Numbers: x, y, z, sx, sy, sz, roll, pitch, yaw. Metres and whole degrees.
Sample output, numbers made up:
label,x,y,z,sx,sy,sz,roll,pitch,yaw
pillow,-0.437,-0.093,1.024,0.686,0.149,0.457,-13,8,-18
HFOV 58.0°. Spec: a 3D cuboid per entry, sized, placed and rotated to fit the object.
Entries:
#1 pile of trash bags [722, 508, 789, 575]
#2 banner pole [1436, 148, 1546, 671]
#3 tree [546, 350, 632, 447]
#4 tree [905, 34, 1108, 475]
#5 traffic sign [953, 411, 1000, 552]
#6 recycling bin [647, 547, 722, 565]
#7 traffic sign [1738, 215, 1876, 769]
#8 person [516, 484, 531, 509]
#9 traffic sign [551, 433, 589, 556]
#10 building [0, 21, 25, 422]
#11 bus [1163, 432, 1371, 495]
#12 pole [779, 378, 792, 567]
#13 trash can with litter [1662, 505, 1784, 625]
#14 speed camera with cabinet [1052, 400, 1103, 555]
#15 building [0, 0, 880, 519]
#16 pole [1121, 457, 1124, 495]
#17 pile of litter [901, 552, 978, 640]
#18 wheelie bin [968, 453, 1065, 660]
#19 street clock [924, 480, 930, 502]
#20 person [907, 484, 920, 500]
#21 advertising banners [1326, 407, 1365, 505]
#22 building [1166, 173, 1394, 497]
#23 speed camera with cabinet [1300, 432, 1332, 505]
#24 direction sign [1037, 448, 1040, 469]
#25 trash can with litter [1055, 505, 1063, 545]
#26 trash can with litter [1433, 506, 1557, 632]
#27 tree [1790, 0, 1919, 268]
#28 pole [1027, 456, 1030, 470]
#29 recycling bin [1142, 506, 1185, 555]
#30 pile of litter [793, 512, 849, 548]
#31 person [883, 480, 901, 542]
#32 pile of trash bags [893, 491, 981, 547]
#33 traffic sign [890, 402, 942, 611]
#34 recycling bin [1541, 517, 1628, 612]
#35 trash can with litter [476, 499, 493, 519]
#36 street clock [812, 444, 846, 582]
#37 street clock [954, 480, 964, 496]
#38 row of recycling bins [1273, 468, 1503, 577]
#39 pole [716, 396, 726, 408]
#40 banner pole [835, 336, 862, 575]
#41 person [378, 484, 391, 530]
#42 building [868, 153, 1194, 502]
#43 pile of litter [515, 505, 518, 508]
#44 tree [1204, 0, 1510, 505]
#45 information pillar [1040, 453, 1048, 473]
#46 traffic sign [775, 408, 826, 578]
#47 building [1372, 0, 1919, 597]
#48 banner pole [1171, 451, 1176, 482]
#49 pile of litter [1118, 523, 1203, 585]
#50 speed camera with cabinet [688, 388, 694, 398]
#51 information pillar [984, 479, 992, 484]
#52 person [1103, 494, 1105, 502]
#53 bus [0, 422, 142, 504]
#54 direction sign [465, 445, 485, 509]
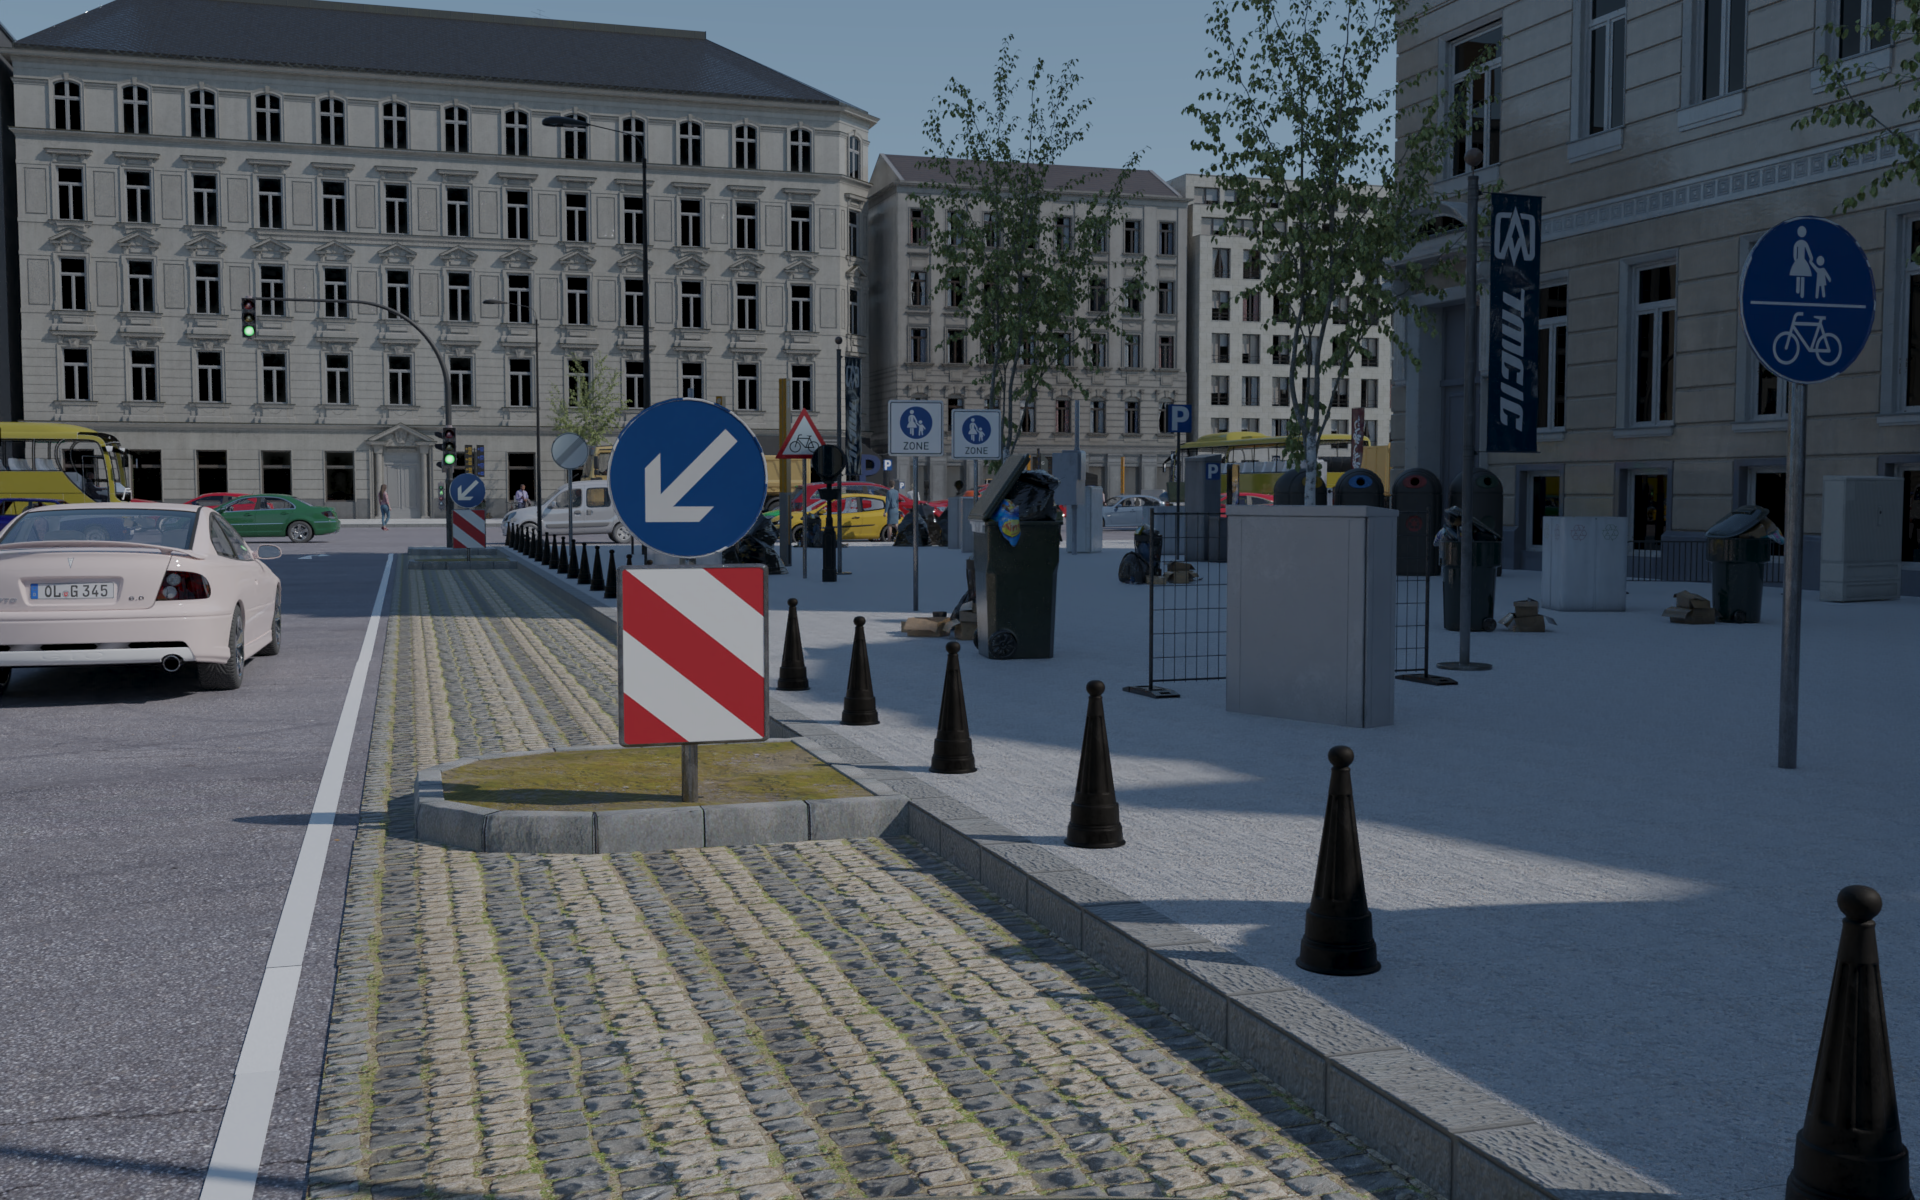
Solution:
label,x,y,z,sx,sy,sz,roll,pitch,yaw
pile of trash bags,-4.282,-1.138,28.366,1.912,1.369,3.447,-2,4,-34
banner pole,3.929,-1.389,12.728,0.863,3.779,0.401,-1,4,-22
tree,-18.744,-8.395,87.622,4.737,8.622,4.395,0,3,0
tree,0.978,-4.804,28.903,4.737,8.622,4.395,0,3,0
traffic sign,0.191,-1.155,21.008,0.606,2.300,0.079,-1,4,-12
recycling bin,-3.236,-0.476,20.335,0.722,1.027,0.722,-2,4,-26
traffic sign,3.878,-0.485,8.042,0.768,2.556,0.104,-1,4,-17
person,-18.422,-3.959,73.094,0.709,1.838,0.599,-3,5,-42
traffic sign,-8.102,-2.196,36.005,0.768,2.556,0.104,-1,4,-17
building,-59.343,-17.869,85.667,24.014,27.812,14.314,-1,4,-18
bus,11.701,-4.638,67.385,2.896,3.916,12.252,-1,4,-18
pole,-3.090,-2.249,30.613,0.158,3.312,0.155,0,3,0
trash can with litter,7.570,-0.355,17.193,1.055,1.170,0.624,-1,4,-20
speed camera with cabinet,2.535,-2.629,37.320,0.660,3.252,2.038,1,4,20
building,-27.316,-19.626,97.298,44.131,29.872,17.030,-1,4,-18
pole,8.923,-6.193,95.099,0.158,3.312,0.155,0,3,0
pile of litter,0.063,-0.102,15.632,1.176,0.858,1.719,-1,4,-11
wheelie bin,0.449,-0.354,13.697,0.693,1.594,0.980,-1,4,-11
street clock,-1.778,-5.359,92.194,0.358,2.002,0.471,0,4,-6
person,-1.824,-3.681,68.565,0.514,1.842,0.818,-2,4,-23
advertising banners,7.797,-2.416,35.692,0.090,3.025,2.074,-1,4,-16
building,20.475,-15.560,109.151,16.860,20.320,10.420,-1,4,-18
speed camera with cabinet,10.041,-3.224,47.047,2.038,3.252,0.660,-2,4,-31
direction sign,3.884,-5.751,86.019,0.379,3.537,0.876,0,4,-5
trash can with litter,2.116,-1.965,43.508,0.624,1.170,1.055,-2,4,-35
trash can with litter,5.030,-0.300,16.294,1.055,1.170,0.624,0,4,5
tree,9.483,-3.915,14.368,4.737,8.622,4.395,0,3,0
pole,3.617,-5.963,91.332,0.158,3.312,0.155,0,3,0
recycling bin,4.317,-1.475,36.664,0.722,1.027,0.722,-1,4,-18
pile of litter,-3.400,-1.698,41.725,1.176,0.858,1.719,-2,4,-34
person,-1.846,-2.401,47.778,0.581,1.822,0.654,-3,4,-36
pile of trash bags,-0.263,-2.067,43.544,1.912,1.369,3.447,1,4,23
traffic sign,-0.486,-1.029,18.953,0.606,2.300,0.079,-1,4,-11
recycling bin,6.915,-0.406,19.198,0.722,1.027,0.722,0,4,1
trash can with litter,-24.587,-4.755,89.133,0.624,1.170,1.055,1,4,22
street clock,-1.909,-1.267,25.289,0.471,2.002,0.358,0,4,7
street clock,-0.055,-5.220,89.924,0.471,2.002,0.358,-1,4,-13
row of recycling bins,6.746,-1.244,27.449,3.534,1.692,1.069,1,4,11
pole,-4.987,-2.591,36.203,0.158,3.312,0.155,0,3,0
banner pole,-1.805,-2.310,27.793,0.401,3.779,0.863,2,4,31
person,-22.621,-3.648,68.158,0.555,1.821,0.388,1,4,18
building,3.524,-15.559,103.536,18.267,20.994,9.793,-1,4,-18
pile of litter,-30.444,-6.446,119.364,1.719,0.858,1.176,-1,4,-15
tree,4.760,-4.402,22.331,4.737,8.622,4.395,0,3,0
information pillar,4.783,-6.582,98.970,0.504,3.616,0.183,-2,4,-30
traffic sign,-2.361,-1.607,26.278,0.884,2.594,0.081,-1,4,-11
building,16.982,-14.622,24.970,13.634,28.700,20.117,-1,4,-18
banner pole,11.171,-6.039,88.757,0.863,3.779,0.401,2,4,29
pile of litter,2.976,-0.688,25.209,1.719,0.858,1.176,-3,5,-40
speed camera with cabinet,-4.455,-2.310,32.107,0.660,3.252,2.038,-3,5,-40
information pillar,1.384,-4.901,84.625,0.304,2.012,0.304,-1,4,-23
person,6.287,-4.180,77.426,0.593,1.750,0.643,2,4,28
bus,-34.876,-4.138,59.197,12.252,3.916,2.896,-1,4,-17
direction sign,-22.292,-5.358,79.608,0.876,3.537,0.379,-2,4,-26
